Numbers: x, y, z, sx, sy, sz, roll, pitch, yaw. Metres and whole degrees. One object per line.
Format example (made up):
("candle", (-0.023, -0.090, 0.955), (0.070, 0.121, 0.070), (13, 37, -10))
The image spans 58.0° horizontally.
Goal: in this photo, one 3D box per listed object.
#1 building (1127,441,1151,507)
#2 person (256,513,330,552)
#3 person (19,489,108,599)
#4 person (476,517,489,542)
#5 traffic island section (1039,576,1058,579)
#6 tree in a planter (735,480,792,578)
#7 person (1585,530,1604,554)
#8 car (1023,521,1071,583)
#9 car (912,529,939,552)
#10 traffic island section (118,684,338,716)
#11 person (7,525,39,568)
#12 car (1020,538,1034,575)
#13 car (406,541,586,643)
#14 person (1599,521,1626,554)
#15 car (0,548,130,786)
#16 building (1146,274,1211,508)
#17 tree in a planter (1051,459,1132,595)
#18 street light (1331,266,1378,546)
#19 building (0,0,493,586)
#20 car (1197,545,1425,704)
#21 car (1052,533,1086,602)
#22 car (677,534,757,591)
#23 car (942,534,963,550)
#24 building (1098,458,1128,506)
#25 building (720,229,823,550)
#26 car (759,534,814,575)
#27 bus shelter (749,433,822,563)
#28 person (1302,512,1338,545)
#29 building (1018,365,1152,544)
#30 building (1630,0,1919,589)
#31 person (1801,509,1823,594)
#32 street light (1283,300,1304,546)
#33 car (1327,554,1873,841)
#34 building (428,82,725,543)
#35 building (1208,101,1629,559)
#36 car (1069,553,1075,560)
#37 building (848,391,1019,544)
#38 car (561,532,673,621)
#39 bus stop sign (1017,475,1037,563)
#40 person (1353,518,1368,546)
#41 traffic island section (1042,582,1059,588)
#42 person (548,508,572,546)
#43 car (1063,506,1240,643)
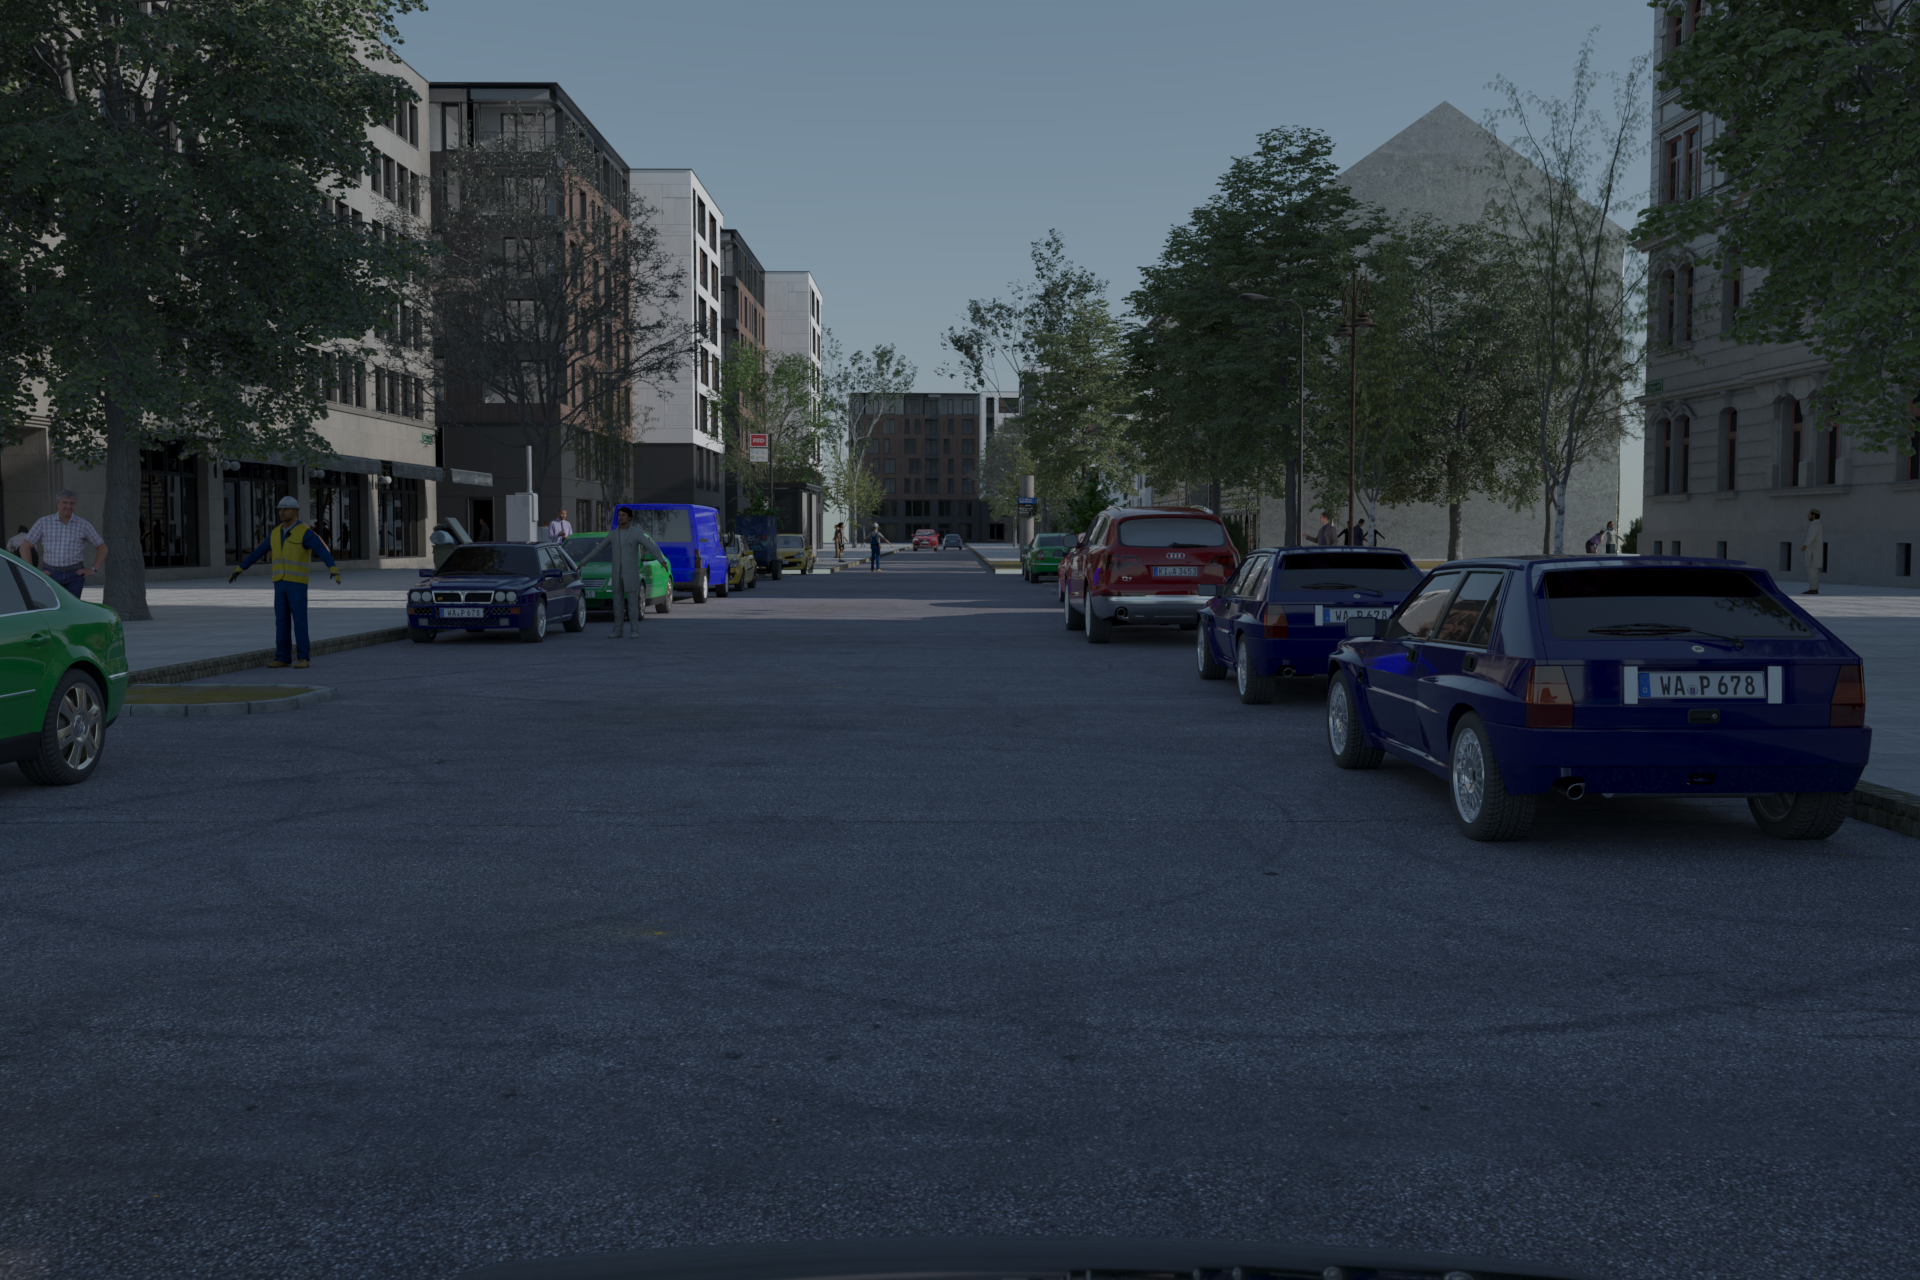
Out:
("building", (19.616, -12.246, 142.364), (9.099, 9.664, 28.070), (0, 4, 0))
("person", (-11.769, -1.492, 30.562), (1.345, 1.807, 0.704), (-3, 4, -38))
("person", (-8.611, -0.591, 16.647), (0.756, 1.711, 0.436), (-1, 4, -23))
("person", (-15.185, -3.003, 55.170), (0.705, 1.821, 1.348), (0, 4, -4))
("traffic island section", (3.166, -2.015, 55.807), (1.991, 0.108, 1.994), (0, 4, -1))
("tree in a planter", (-6.584, -3.651, 56.913), (1.991, 3.239, 1.994), (0, 4, 1))
("person", (22.722, -3.220, 61.930), (0.421, 1.427, 0.697), (-3, 5, -44))
("car", (2.886, -2.626, 51.739), (1.959, 1.807, 4.718), (0, 4, -1))
("car", (-2.860, -8.272, 143.924), (2.281, 1.827, 5.304), (0, 3, 0))
("traffic island section", (-6.410, 0.506, 14.593), (1.991, 0.108, 1.994), (0, 4, 0))
("person", (-15.585, -1.203, 28.907), (0.799, 1.438, 0.628), (2, 4, 29))
("car", (3.037, -2.846, 59.118), (1.945, 1.354, 3.894), (0, 4, -1))
("car", (-6.377, -0.702, 24.059), (1.945, 1.354, 3.894), (0, 4, 0))
("person", (22.489, -3.235, 59.727), (1.217, 1.735, 0.721), (-2, 4, -25))
("car", (-5.924, 0.015, 8.551), (1.959, 1.807, 4.718), (0, 4, 0))
("building", (23.182, -17.420, 115.741), (19.493, 23.208, 18.063), (0, 4, 0))
("tree in a planter", (3.186, -2.701, 41.389), (1.991, 3.239, 1.994), (0, 4, 1))
("street light", (6.833, -3.510, 30.169), (0.468, 5.910, 1.993), (0, 4, 0))
("building", (-30.973, -15.433, 54.495), (24.374, 26.755, 37.873), (0, 3, 0))
("car", (3.224, -0.204, 15.908), (1.945, 1.354, 3.894), (0, 3, 0))
("car", (2.991, -1.606, 35.302), (2.155, 1.783, 4.494), (0, 4, 0))
("car", (-6.262, -2.098, 44.527), (2.015, 1.641, 3.980), (0, 3, 0))
("car", (-0.705, -9.040, 159.805), (2.014, 1.417, 4.499), (0, 4, -1))
("building", (21.014, -15.243, 191.372), (9.099, 9.664, 28.070), (0, 4, -1))
("building", (-25.605, -17.647, 132.496), (27.936, 21.610, 32.646), (0, 4, 0))
("car", (-6.239, -3.180, 62.217), (2.015, 1.641, 3.980), (0, 4, 0))
("bus shelter", (-7.240, -5.752, 71.682), (2.179, 5.291, 8.768), (0, 4, 1))
("person", (7.789, -1.898, 37.611), (0.750, 1.759, 0.617), (0, 4, -3))
("building", (21.447, -23.354, 225.818), (27.936, 21.610, 32.646), (0, 4, -1))
("building", (28.598, -15.768, 45.202), (14.401, 28.519, 23.554), (0, 4, 0))
("person", (18.160, -1.885, 36.906), (0.704, 1.819, 1.344), (2, 4, 35))
("street light", (7.149, -3.735, 33.610), (1.470, 5.913, 1.316), (0, 4, -1))
("car", (3.193, 0.192, 9.440), (1.945, 1.354, 3.894), (0, 4, -2))
("building", (-28.892, -15.345, 94.873), (27.936, 21.610, 32.646), (0, 4, -1))
("building", (24.599, -16.300, 97.439), (19.493, 23.208, 18.063), (0, 4, 0))
("car", (2.965, -1.241, 29.326), (2.155, 1.783, 4.494), (0, 4, -1))
("building", (-0.229, -25.259, 259.419), (32.646, 21.610, 27.936), (0, 4, -5))
("car", (-6.115, -1.293, 29.935), (1.959, 1.807, 4.718), (0, 4, 0))
("bus stop sign", (3.015, -5.445, 78.047), (0.837, 3.901, 0.837), (0, 4, -1))
("person", (12.472, -2.905, 53.995), (0.568, 1.767, 0.683), (-1, 4, -22))
("traffic island section", (3.252, -1.492, 47.254), (1.991, 0.108, 1.994), (0, 4, 0))
("person", (-8.498, -1.910, 37.143), (0.709, 1.838, 0.599), (-3, 5, -41))
("car", (2.632, -0.953, 24.252), (2.281, 1.827, 5.304), (0, 4, -2))
